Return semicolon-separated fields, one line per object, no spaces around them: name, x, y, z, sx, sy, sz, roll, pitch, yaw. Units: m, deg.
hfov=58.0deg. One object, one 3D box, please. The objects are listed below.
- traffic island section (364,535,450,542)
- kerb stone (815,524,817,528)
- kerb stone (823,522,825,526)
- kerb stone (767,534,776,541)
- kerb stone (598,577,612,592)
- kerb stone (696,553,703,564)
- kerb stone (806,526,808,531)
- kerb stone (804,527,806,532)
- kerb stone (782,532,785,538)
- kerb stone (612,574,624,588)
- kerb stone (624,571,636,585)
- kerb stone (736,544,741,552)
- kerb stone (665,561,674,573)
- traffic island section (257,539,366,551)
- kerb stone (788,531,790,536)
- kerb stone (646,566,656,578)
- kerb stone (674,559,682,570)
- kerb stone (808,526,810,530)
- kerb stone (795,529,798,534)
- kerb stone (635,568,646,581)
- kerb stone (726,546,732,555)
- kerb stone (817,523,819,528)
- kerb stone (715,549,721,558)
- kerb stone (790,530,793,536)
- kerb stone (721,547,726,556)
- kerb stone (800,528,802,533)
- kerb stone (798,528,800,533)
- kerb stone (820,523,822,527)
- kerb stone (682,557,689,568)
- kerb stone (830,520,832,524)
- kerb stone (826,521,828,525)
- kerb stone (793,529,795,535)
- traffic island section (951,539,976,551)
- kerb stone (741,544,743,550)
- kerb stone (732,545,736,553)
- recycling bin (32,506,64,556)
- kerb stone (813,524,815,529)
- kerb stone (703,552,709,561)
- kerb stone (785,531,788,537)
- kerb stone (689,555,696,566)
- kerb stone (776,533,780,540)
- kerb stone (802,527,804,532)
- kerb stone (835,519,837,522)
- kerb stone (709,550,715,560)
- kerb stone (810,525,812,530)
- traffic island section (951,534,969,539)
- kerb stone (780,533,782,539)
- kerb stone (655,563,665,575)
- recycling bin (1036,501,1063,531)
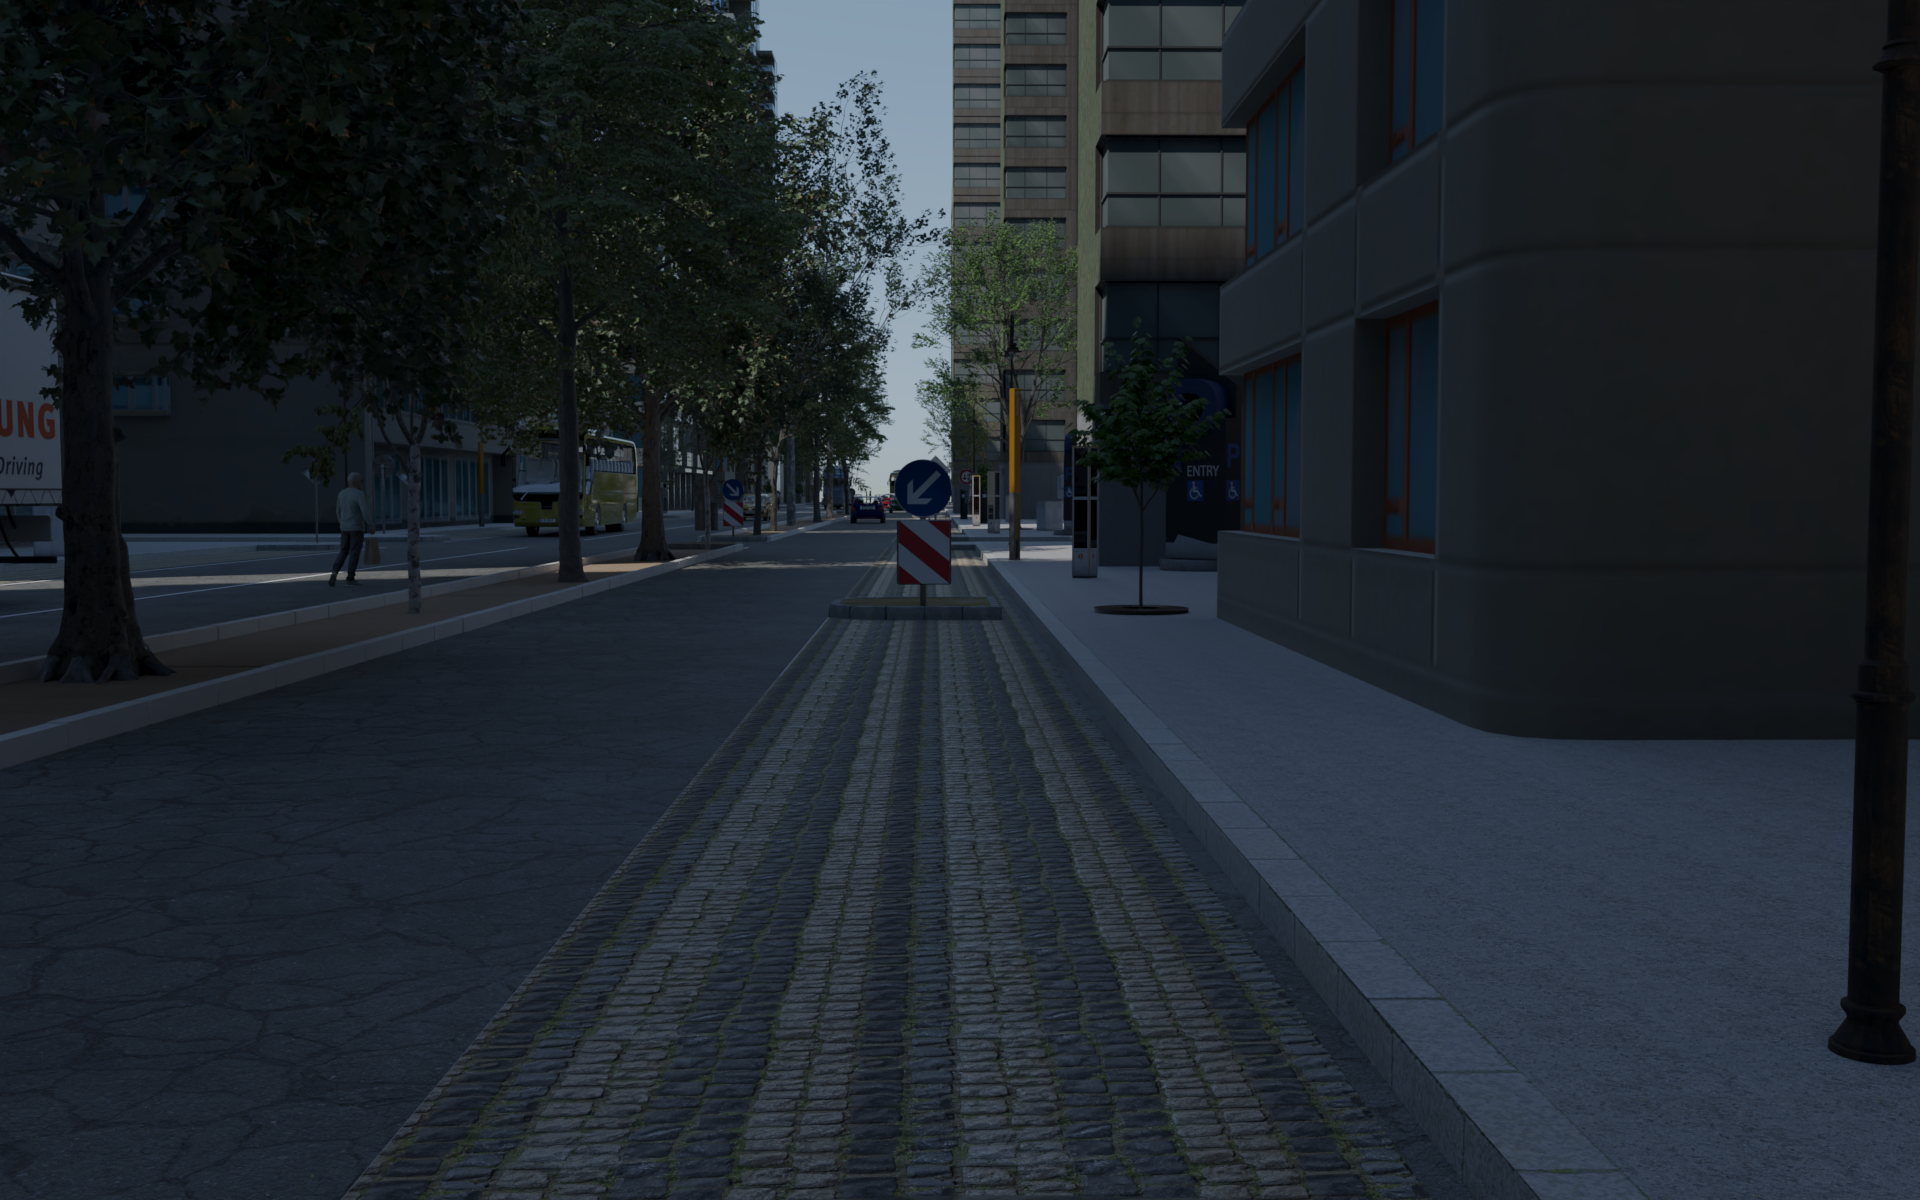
traffic island section;-16.829;-1.874;52.918;2.009;0.180;2.903;0;4;-1
kerb stone;-6.077;-3.001;71.255;0.120;0.150;1.000;0;4;-1
kerb stone;-6.168;-3.313;76.376;0.120;0.150;1.000;0;4;-1
kerb stone;-5.780;-1.873;52.825;0.120;0.150;1.000;0;4;-1
kerb stone;-5.343;-0.209;25.617;0.120;0.150;1.000;0;4;-1
kerb stone;-5.499;-0.836;35.863;0.120;0.150;1.000;0;4;-1
kerb stone;-5.993;-2.684;66.143;0.120;0.150;1.000;0;4;-1
kerb stone;-5.980;-2.625;65.117;0.120;0.150;1.000;0;4;-1
kerb stone;-5.827;-2.061;55.892;0.120;0.150;1.000;0;4;-1
kerb stone;-5.352;-0.272;26.639;0.120;0.150;1.000;0;4;-1
kerb stone;-5.366;-0.329;27.666;0.120;0.150;1.000;0;4;-1
kerb stone;-5.613;-1.275;43.043;0.120;0.150;1.000;0;4;-1
kerb stone;-5.431;-0.583;31.761;0.120;0.150;1.000;0;4;-1
traffic island section;-16.698;-1.386;44.934;2.009;0.180;2.903;0;4;-1
kerb stone;-5.864;-2.187;57.952;0.120;0.150;1.000;0;4;-1
kerb stone;-5.403;-0.460;29.713;0.120;0.150;1.000;0;4;-1
kerb stone;-5.450;-0.644;32.791;0.120;0.150;1.000;0;4;-1
kerb stone;-6.013;-2.750;67.166;0.120;0.150;1.000;0;4;-1
kerb stone;-5.912;-2.375;61.021;0.120;0.150;1.000;0;4;-1
kerb stone;-5.387;-0.397;28.691;0.120;0.150;1.000;0;4;-1
kerb stone;-5.583;-1.148;40.994;0.120;0.150;1.000;0;4;-1
kerb stone;-6.099;-3.063;72.281;0.120;0.150;1.000;0;4;-1
kerb stone;-5.545;-1.024;38.942;0.120;0.150;1.000;0;4;-1
kerb stone;-5.876;-2.243;58.977;0.120;0.150;1.000;0;4;-1
kerb stone;-5.571;-1.087;39.964;0.120;0.150;1.000;0;4;-1
kerb stone;-5.949;-2.500;63.066;0.120;0.150;1.000;0;4;-1
kerb stone;-5.929;-2.437;62.044;0.120;0.150;1.000;0;4;-1
kerb stone;-6.131;-3.189;74.332;0.120;0.150;1.000;0;4;-1
kerb stone;-5.467;-0.711;33.813;0.120;0.150;1.000;0;4;-1
kerb stone;-6.249;-3.627;81.500;0.120;0.150;1.000;0;4;-1
kerb stone;-6.196;-3.433;78.430;0.120;0.150;1.000;0;4;-1
kerb stone;-5.896;-2.312;59.999;0.120;0.150;1.000;0;4;-1
traffic island section;-0.609;-1.401;45.191;2.009;0.180;2.903;0;4;-1
kerb stone;-5.632;-1.338;44.065;0.120;0.150;1.000;0;4;-1
kerb stone;-5.607;-1.209;42.016;0.120;0.150;1.000;0;4;-1
recycling bin;-18.738;-1.427;35.885;0.722;1.027;0.722;-1;4;-17
kerb stone;-6.063;-2.928;70.233;0.120;0.150;1.000;0;4;-1
kerb stone;-5.523;-0.899;36.888;0.120;0.150;1.000;0;4;-1
kerb stone;-5.853;-2.121;56.929;0.120;0.150;1.000;0;4;-1
kerb stone;-5.486;-0.770;34.841;0.120;0.150;1.000;0;4;-1
kerb stone;-5.793;-1.936;53.848;0.120;0.150;1.000;0;4;-1
kerb stone;-5.965;-2.556;64.091;0.120;0.150;1.000;0;4;-1
kerb stone;-6.312;-3.878;85.594;0.120;0.150;1.000;0;4;-1
kerb stone;-5.532;-0.961;37.916;0.120;0.150;1.000;0;4;-1
kerb stone;-6.029;-2.811;68.189;0.120;0.150;1.000;0;4;-1
traffic island section;-0.740;-1.890;53.175;2.009;0.180;2.903;0;4;-1
kerb stone;-5.809;-1.998;54.870;0.120;0.150;1.000;0;4;-1
kerb stone;-5.417;-0.521;30.735;0.120;0.150;1.000;0;4;-1
recycling bin;3.144;-2.944;60.681;0.722;1.027;0.722;-2;4;-24
